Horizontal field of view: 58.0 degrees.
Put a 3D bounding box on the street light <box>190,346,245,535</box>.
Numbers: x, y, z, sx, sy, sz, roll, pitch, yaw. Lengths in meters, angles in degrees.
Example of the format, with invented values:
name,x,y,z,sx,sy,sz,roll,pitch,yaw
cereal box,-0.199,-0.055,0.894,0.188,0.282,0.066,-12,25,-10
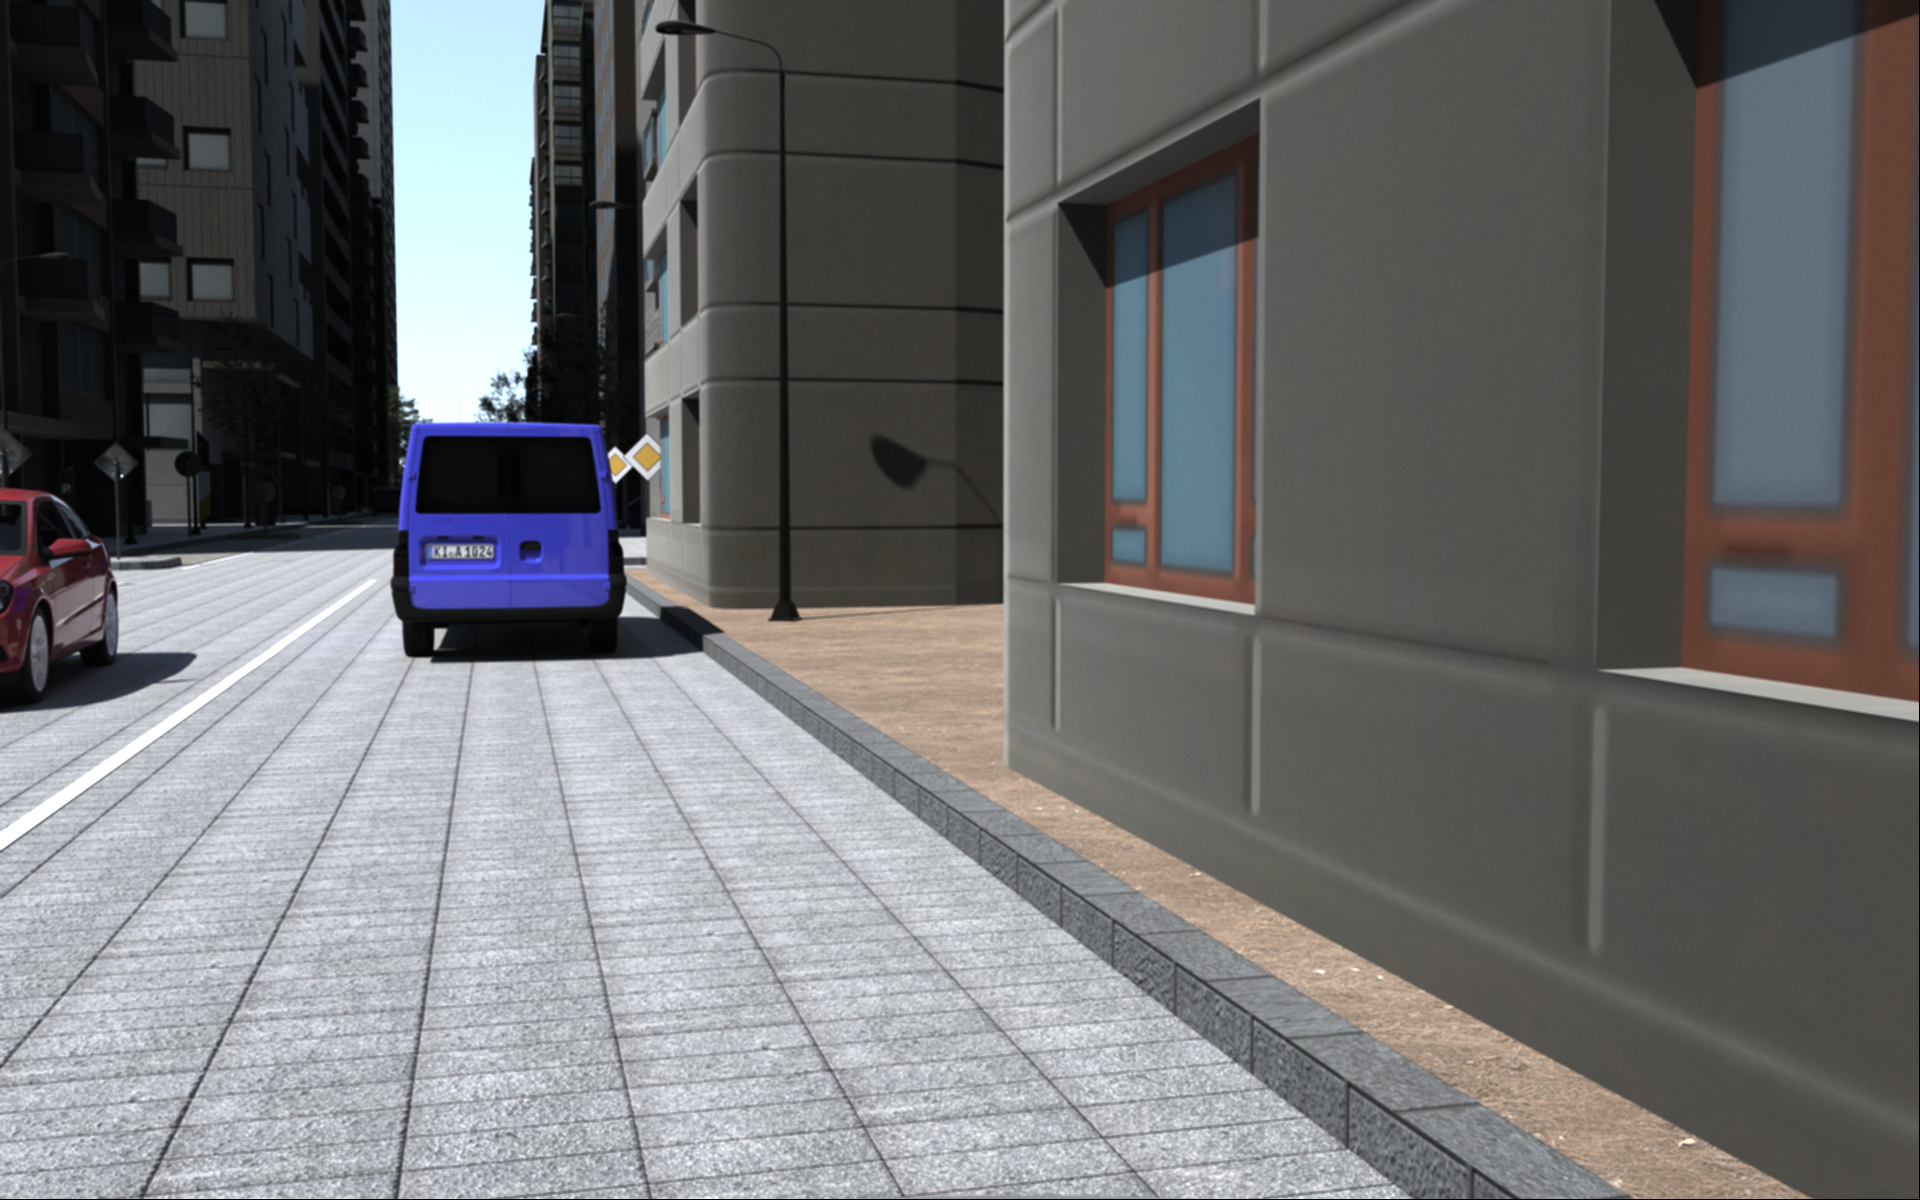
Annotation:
name,x,y,z,sx,sy,sz,roll,pitch,yaw
street light,-23.515,-5.010,54.454,1.470,5.913,1.316,-1,4,-15

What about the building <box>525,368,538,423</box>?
name,x,y,z,sx,sy,sz,roll,pitch,yaw
building,-49.017,-24.962,253.172,27.650,21.520,28.899,-1,4,-15

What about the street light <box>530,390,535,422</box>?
name,x,y,z,sx,sy,sz,roll,pitch,yaw
street light,-18.214,-6.383,76.904,1.470,5.913,1.316,-1,4,-15

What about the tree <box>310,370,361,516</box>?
name,x,y,z,sx,sy,sz,roll,pitch,yaw
tree,-37.648,-9.299,102.405,4.737,8.622,4.395,0,3,0

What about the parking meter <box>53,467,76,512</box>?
name,x,y,z,sx,sy,sz,roll,pitch,yaw
parking meter,-19.532,-1.962,37.792,0.399,1.863,0.255,-3,4,-39

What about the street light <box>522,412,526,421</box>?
name,x,y,z,sx,sy,sz,roll,pitch,yaw
street light,-23.801,-7.653,97.672,1.470,5.913,1.316,-1,4,-15

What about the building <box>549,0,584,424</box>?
name,x,y,z,sx,sy,sz,roll,pitch,yaw
building,-20.994,-26.665,119.574,14.154,41.232,14.086,-1,4,-15

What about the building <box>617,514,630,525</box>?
name,x,y,z,sx,sy,sz,roll,pitch,yaw
building,-9.169,-26.205,78.565,14.600,45.320,14.200,-1,4,-15

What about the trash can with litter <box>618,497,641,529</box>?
name,x,y,z,sx,sy,sz,roll,pitch,yaw
trash can with litter,-12.166,-3.204,63.778,1.055,1.170,0.624,-1,4,-19

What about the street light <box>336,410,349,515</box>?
name,x,y,z,sx,sy,sz,roll,pitch,yaw
street light,-34.650,-7.551,96.000,1.470,5.913,1.316,-1,4,-15

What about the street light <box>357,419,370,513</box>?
name,x,y,z,sx,sy,sz,roll,pitch,yaw
street light,-37.722,-8.270,107.751,1.470,5.913,1.316,-1,4,-15

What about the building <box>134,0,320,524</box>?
name,x,y,z,sx,sy,sz,roll,pitch,yaw
building,-45.986,-30.080,81.047,28.713,52.752,27.495,-1,4,-15

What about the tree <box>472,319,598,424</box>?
name,x,y,z,sx,sy,sz,roll,pitch,yaw
tree,-21.612,-9.621,91.712,8.767,10.594,7.601,-1,4,-14

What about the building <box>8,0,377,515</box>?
name,x,y,z,sx,sy,sz,roll,pitch,yaw
building,-59.039,-29.564,137.989,22.147,44.769,28.867,-1,4,-15

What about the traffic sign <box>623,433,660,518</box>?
name,x,y,z,sx,sy,sz,roll,pitch,yaw
traffic sign,-5.130,-1.518,28.454,0.795,2.450,0.064,-1,4,-15

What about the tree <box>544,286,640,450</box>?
name,x,y,z,sx,sy,sz,roll,pitch,yaw
tree,-13.080,-6.857,62.476,4.737,8.622,4.395,0,3,0

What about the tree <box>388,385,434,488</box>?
name,x,y,z,sx,sy,sz,roll,pitch,yaw
tree,-59.112,-16.011,179.902,7.486,12.596,7.792,0,3,0

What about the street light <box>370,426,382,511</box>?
name,x,y,z,sx,sy,sz,roll,pitch,yaw
street light,-40.505,-8.918,118.356,1.470,5.913,1.316,-1,4,-15

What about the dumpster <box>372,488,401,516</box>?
name,x,y,z,sx,sy,sz,roll,pitch,yaw
dumpster,-37.656,-6.455,113.757,1.865,1.857,1.264,-1,4,-16

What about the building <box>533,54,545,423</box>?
name,x,y,z,sx,sy,sz,roll,pitch,yaw
building,-35.737,-32.147,175.706,14.600,45.320,14.200,-1,4,-15

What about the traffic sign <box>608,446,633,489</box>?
name,x,y,z,sx,sy,sz,roll,pitch,yaw
traffic sign,-7.188,-1.989,36.171,0.795,2.450,0.064,-1,4,-15

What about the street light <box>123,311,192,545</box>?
name,x,y,z,sx,sy,sz,roll,pitch,yaw
street light,-20.602,-4.375,44.077,1.470,5.913,1.316,-1,4,-15

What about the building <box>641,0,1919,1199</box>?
name,x,y,z,sx,sy,sz,roll,pitch,yaw
building,12.044,-10.505,16.790,27.650,21.520,28.899,-1,4,-15

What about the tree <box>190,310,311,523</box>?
name,x,y,z,sx,sy,sz,roll,pitch,yaw
tree,-28.554,-7.267,69.180,4.737,8.622,4.395,0,3,0

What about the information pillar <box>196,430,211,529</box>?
name,x,y,z,sx,sy,sz,roll,pitch,yaw
information pillar,-27.829,-4.425,63.707,0.504,3.616,0.183,1,4,17

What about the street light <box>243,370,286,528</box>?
name,x,y,z,sx,sy,sz,roll,pitch,yaw
street light,-26.170,-5.647,64.875,1.470,5.913,1.316,-1,4,-15

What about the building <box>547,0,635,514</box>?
name,x,y,z,sx,sy,sz,roll,pitch,yaw
building,-24.411,-29.602,134.097,14.600,45.320,14.200,-1,4,-15

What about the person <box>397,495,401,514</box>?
name,x,y,z,sx,sy,sz,roll,pitch,yaw
person,-29.716,-5.109,92.526,0.515,1.767,0.782,2,4,31

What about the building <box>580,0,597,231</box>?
name,x,y,z,sx,sy,sz,roll,pitch,yaw
building,-15.646,-20.341,104.284,14.160,30.474,14.107,-1,4,-15

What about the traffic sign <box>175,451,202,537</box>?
name,x,y,z,sx,sy,sz,roll,pitch,yaw
traffic sign,-22.900,-3.139,51.425,0.768,2.556,0.104,-1,4,-9

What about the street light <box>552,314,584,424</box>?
name,x,y,z,sx,sy,sz,roll,pitch,yaw
street light,-9.689,-4.423,44.865,1.470,5.913,1.316,-1,4,-15

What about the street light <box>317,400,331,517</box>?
name,x,y,z,sx,sy,sz,roll,pitch,yaw
street light,-31.819,-6.916,85.626,1.470,5.913,1.316,-1,4,-15

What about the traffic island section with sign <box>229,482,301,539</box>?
name,x,y,z,sx,sy,sz,roll,pitch,yaw
traffic island section with sign,-22.246,-2.867,55.506,1.989,1.847,2.006,-1,4,-15

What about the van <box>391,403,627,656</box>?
name,x,y,z,sx,sy,sz,roll,pitch,yaw
van,-4.434,-0.778,17.107,2.240,2.365,5.245,-1,4,-14

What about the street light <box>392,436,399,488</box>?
name,x,y,z,sx,sy,sz,roll,pitch,yaw
street light,-46.113,-10.188,139.118,1.470,5.913,1.316,-1,4,-15

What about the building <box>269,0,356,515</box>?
name,x,y,z,sx,sy,sz,roll,pitch,yaw
building,-51.916,-29.915,112.811,21.300,48.544,21.600,-1,4,-15

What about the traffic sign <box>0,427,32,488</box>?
name,x,y,z,sx,sy,sz,roll,pitch,yaw
traffic sign,-14.358,-1.369,26.023,0.795,2.450,0.064,-1,4,-15

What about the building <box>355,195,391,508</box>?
name,x,y,z,sx,sy,sz,roll,pitch,yaw
building,-60.736,-23.759,160.168,14.160,30.474,14.107,-1,4,-15

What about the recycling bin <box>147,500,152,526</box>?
name,x,y,z,sx,sy,sz,roll,pitch,yaw
recycling bin,-32.730,-3.452,68.989,0.722,1.027,0.722,1,4,17

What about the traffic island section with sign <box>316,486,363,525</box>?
name,x,y,z,sx,sy,sz,roll,pitch,yaw
traffic island section with sign,-29.198,-4.460,81.552,1.989,1.847,2.006,-1,4,-15

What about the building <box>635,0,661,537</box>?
name,x,y,z,sx,sy,sz,roll,pitch,yaw
building,1.336,-26.129,50.913,21.600,48.544,21.300,-1,4,-15

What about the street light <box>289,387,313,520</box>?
name,x,y,z,sx,sy,sz,roll,pitch,yaw
street light,-28.968,-6.282,75.257,1.470,5.913,1.316,-1,4,-15

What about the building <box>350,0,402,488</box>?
name,x,y,z,sx,sy,sz,roll,pitch,yaw
building,-85.595,-48.793,236.013,20.563,71.187,20.611,-1,4,-15

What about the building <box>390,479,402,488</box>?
name,x,y,z,sx,sy,sz,roll,pitch,yaw
building,-80.098,-30.712,194.022,32.217,40.220,23.993,-1,4,-15

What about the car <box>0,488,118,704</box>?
name,x,y,z,sx,sy,sz,roll,pitch,yaw
car,-7.551,-0.235,12.890,2.155,1.783,4.494,-1,4,-17

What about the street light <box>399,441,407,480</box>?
name,x,y,z,sx,sy,sz,roll,pitch,yaw
street light,-49.162,-10.891,150.601,1.470,5.913,1.316,-1,4,-15

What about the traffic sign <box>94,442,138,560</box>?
name,x,y,z,sx,sy,sz,roll,pitch,yaw
traffic sign,-16.416,-1.841,33.739,0.795,2.450,0.064,-1,4,-15

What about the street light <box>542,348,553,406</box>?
name,x,y,z,sx,sy,sz,roll,pitch,yaw
street light,-12.447,-5.059,55.259,1.470,5.913,1.316,-1,4,-15

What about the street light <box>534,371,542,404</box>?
name,x,y,z,sx,sy,sz,roll,pitch,yaw
street light,-15.235,-5.696,65.678,1.470,5.913,1.316,-1,4,-15

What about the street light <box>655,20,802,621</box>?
name,x,y,z,sx,sy,sz,roll,pitch,yaw
street light,-2.300,-2.737,17.287,1.470,5.913,1.316,-1,4,-15

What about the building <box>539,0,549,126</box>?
name,x,y,z,sx,sy,sz,roll,pitch,yaw
building,-26.117,-30.659,155.903,22.147,44.769,28.867,-1,4,-15

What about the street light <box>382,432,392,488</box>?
name,x,y,z,sx,sy,sz,roll,pitch,yaw
street light,-43.284,-9.554,128.744,1.470,5.913,1.316,-1,4,-15

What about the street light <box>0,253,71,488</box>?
name,x,y,z,sx,sy,sz,roll,pitch,yaw
street light,-17.823,-3.722,33.392,1.470,5.913,1.316,-1,4,-15

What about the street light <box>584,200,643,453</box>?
name,x,y,z,sx,sy,sz,roll,pitch,yaw
street light,-5.168,-3.373,27.697,1.470,5.913,1.316,-1,4,-15

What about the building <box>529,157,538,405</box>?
name,x,y,z,sx,sy,sz,roll,pitch,yaw
building,-44.023,-34.822,223.956,22.147,44.769,28.867,-1,4,-15

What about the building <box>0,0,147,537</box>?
name,x,y,z,sx,sy,sz,roll,pitch,yaw
building,-33.176,-23.791,43.605,22.147,44.769,28.867,-1,4,-15

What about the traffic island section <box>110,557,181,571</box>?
name,x,y,z,sx,sy,sz,roll,pitch,yaw
traffic island section,-16.437,-0.704,33.795,2.009,0.180,2.903,-1,4,-15

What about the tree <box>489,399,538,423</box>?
name,x,y,z,sx,sy,sz,roll,pitch,yaw
tree,-47.223,-16.104,189.060,9.928,11.665,9.643,0,3,0
